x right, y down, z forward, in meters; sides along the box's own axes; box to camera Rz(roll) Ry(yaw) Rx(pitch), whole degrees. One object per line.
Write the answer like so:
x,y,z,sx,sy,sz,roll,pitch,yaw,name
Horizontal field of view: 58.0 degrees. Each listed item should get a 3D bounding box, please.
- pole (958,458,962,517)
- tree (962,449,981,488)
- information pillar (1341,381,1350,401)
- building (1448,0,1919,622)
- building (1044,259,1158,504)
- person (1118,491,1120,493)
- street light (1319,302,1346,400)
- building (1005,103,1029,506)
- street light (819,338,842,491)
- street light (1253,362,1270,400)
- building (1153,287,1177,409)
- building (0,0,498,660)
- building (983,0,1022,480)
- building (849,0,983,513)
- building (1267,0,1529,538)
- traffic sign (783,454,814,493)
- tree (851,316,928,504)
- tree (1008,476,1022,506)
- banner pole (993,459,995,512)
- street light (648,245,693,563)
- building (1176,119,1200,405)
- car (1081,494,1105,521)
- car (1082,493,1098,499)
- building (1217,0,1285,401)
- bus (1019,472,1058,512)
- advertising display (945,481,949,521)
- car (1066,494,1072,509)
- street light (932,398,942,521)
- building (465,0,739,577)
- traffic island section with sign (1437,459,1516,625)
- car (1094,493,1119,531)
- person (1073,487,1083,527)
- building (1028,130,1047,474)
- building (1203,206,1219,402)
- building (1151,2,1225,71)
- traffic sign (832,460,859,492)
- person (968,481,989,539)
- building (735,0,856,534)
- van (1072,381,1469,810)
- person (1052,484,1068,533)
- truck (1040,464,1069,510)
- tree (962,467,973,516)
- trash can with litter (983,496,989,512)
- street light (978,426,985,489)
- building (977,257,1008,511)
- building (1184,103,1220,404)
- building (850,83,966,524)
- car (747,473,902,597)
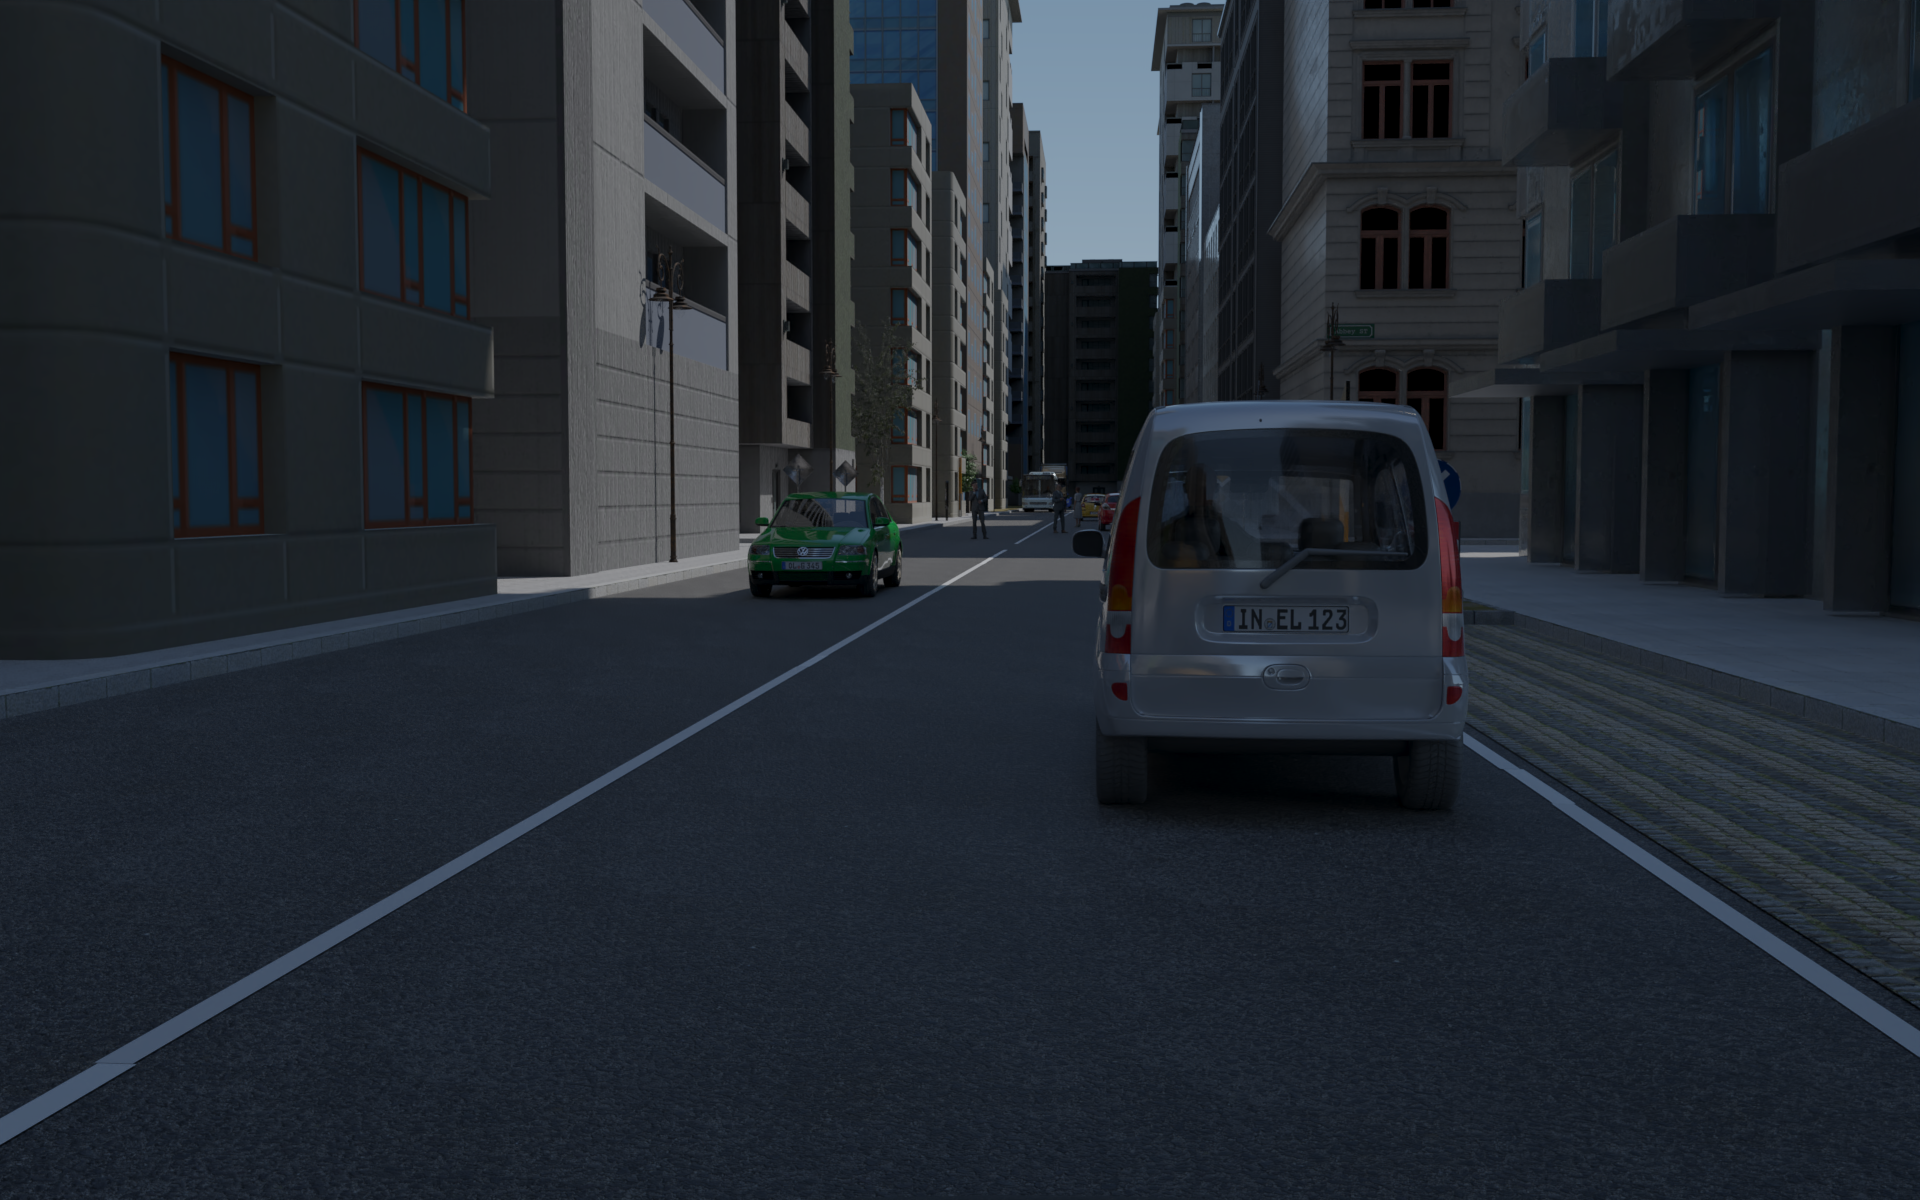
0.005,-6.305,96.937,0.158,3.312,0.155,0,3,0,pole
-0.276,-7.591,107.820,4.285,4.588,4.351,0,3,0,tree
7.998,-2.732,36.022,0.183,3.616,0.504,0,4,-1,information pillar
20.011,-24.540,20.833,23.786,49.044,30.456,0,4,5,building
17.509,-27.173,215.987,14.107,30.474,14.160,0,4,5,building
14.485,-9.034,156.940,1.217,1.736,0.721,-2,4,-32,person
8.977,-4.225,41.867,0.468,5.910,1.993,0,4,5,street light
0.303,-33.347,195.337,14.200,45.320,14.600,0,4,5,building
-3.836,-4.816,51.522,0.468,5.910,1.993,0,4,5,street light
10.528,-5.375,60.672,0.468,5.910,1.993,0,4,5,street light
31.883,-19.130,157.820,27.650,21.520,28.899,0,4,5,building
-20.895,-9.987,8.331,27.650,21.520,28.899,0,4,5,building
-8.858,-35.467,169.126,28.713,52.752,27.495,0,4,5,building
-5.849,-28.541,116.757,14.600,45.320,14.200,0,4,5,building
22.092,-16.371,55.064,23.554,28.519,14.401,0,4,5,building
-4.045,-2.429,43.355,0.795,2.450,0.064,0,4,5,traffic sign
-3.442,-7.383,71.070,4.360,8.622,3.978,0,3,0,tree
6.296,-11.799,187.517,1.663,3.219,1.824,0,3,0,tree
2.416,-8.096,122.389,0.401,3.779,0.863,0,4,-1,banner pole
-5.384,-3.644,32.364,0.468,5.910,1.993,0,4,5,street light
24.070,-22.301,136.326,14.160,30.474,14.107,0,4,5,building
7.247,-5.058,92.917,2.015,1.641,3.980,0,4,4,car
11.139,-8.236,143.699,2.155,1.783,4.494,0,4,4,car
18.979,-17.211,74.902,14.314,27.812,24.014,0,4,5,building
6.499,-8.878,140.021,2.948,3.499,13.247,0,4,4,bus
-0.640,-4.788,83.490,0.123,1.923,0.974,0,4,-4,advertising display
10.218,-9.963,172.490,1.945,1.707,3.694,0,4,6,car
-1.132,-6.758,83.278,0.468,5.910,1.993,0,4,5,street light
-19.379,-30.130,34.622,28.212,58.520,21.231,0,4,5,building
5.135,-0.685,19.836,1.989,1.847,2.006,0,4,5,traffic island section with sign
6.377,-3.629,68.375,2.155,1.783,4.494,0,4,3,car
5.057,-4.042,75.157,0.524,1.755,0.480,3,5,44,person
0.072,-36.546,221.229,21.600,48.544,21.300,0,4,5,building
19.222,-14.766,96.176,10.420,20.320,16.860,0,4,5,building
35.069,-36.444,185.096,28.713,52.752,27.495,0,4,5,building
-3.391,-2.916,51.314,0.795,2.450,0.064,0,4,5,traffic sign
0.596,-2.868,55.199,0.655,1.846,0.447,0,4,3,person
-11.528,-17.543,58.535,14.160,30.474,14.107,0,4,5,building
1.583,-0.140,9.294,2.013,2.044,4.112,0,4,6,van
3.690,-3.357,63.558,0.590,1.801,0.661,3,5,45,person
8.796,-10.589,162.050,2.839,4.237,11.283,0,4,4,truck
-0.053,-6.677,103.765,1.663,3.219,1.824,0,3,0,tree
1.777,-6.962,125.212,0.624,1.170,1.055,0,4,6,trash can with litter
1.460,-8.731,115.542,0.468,5.910,1.993,0,4,5,street light
-10.671,-18.162,141.989,27.650,21.520,28.899,0,4,5,building
21.402,-18.138,114.576,12.078,24.808,19.932,0,4,5,building
-14.626,-14.897,88.608,27.650,21.520,28.899,0,4,5,building
-1.923,-1.022,25.500,1.959,1.807,4.718,0,4,5,car
